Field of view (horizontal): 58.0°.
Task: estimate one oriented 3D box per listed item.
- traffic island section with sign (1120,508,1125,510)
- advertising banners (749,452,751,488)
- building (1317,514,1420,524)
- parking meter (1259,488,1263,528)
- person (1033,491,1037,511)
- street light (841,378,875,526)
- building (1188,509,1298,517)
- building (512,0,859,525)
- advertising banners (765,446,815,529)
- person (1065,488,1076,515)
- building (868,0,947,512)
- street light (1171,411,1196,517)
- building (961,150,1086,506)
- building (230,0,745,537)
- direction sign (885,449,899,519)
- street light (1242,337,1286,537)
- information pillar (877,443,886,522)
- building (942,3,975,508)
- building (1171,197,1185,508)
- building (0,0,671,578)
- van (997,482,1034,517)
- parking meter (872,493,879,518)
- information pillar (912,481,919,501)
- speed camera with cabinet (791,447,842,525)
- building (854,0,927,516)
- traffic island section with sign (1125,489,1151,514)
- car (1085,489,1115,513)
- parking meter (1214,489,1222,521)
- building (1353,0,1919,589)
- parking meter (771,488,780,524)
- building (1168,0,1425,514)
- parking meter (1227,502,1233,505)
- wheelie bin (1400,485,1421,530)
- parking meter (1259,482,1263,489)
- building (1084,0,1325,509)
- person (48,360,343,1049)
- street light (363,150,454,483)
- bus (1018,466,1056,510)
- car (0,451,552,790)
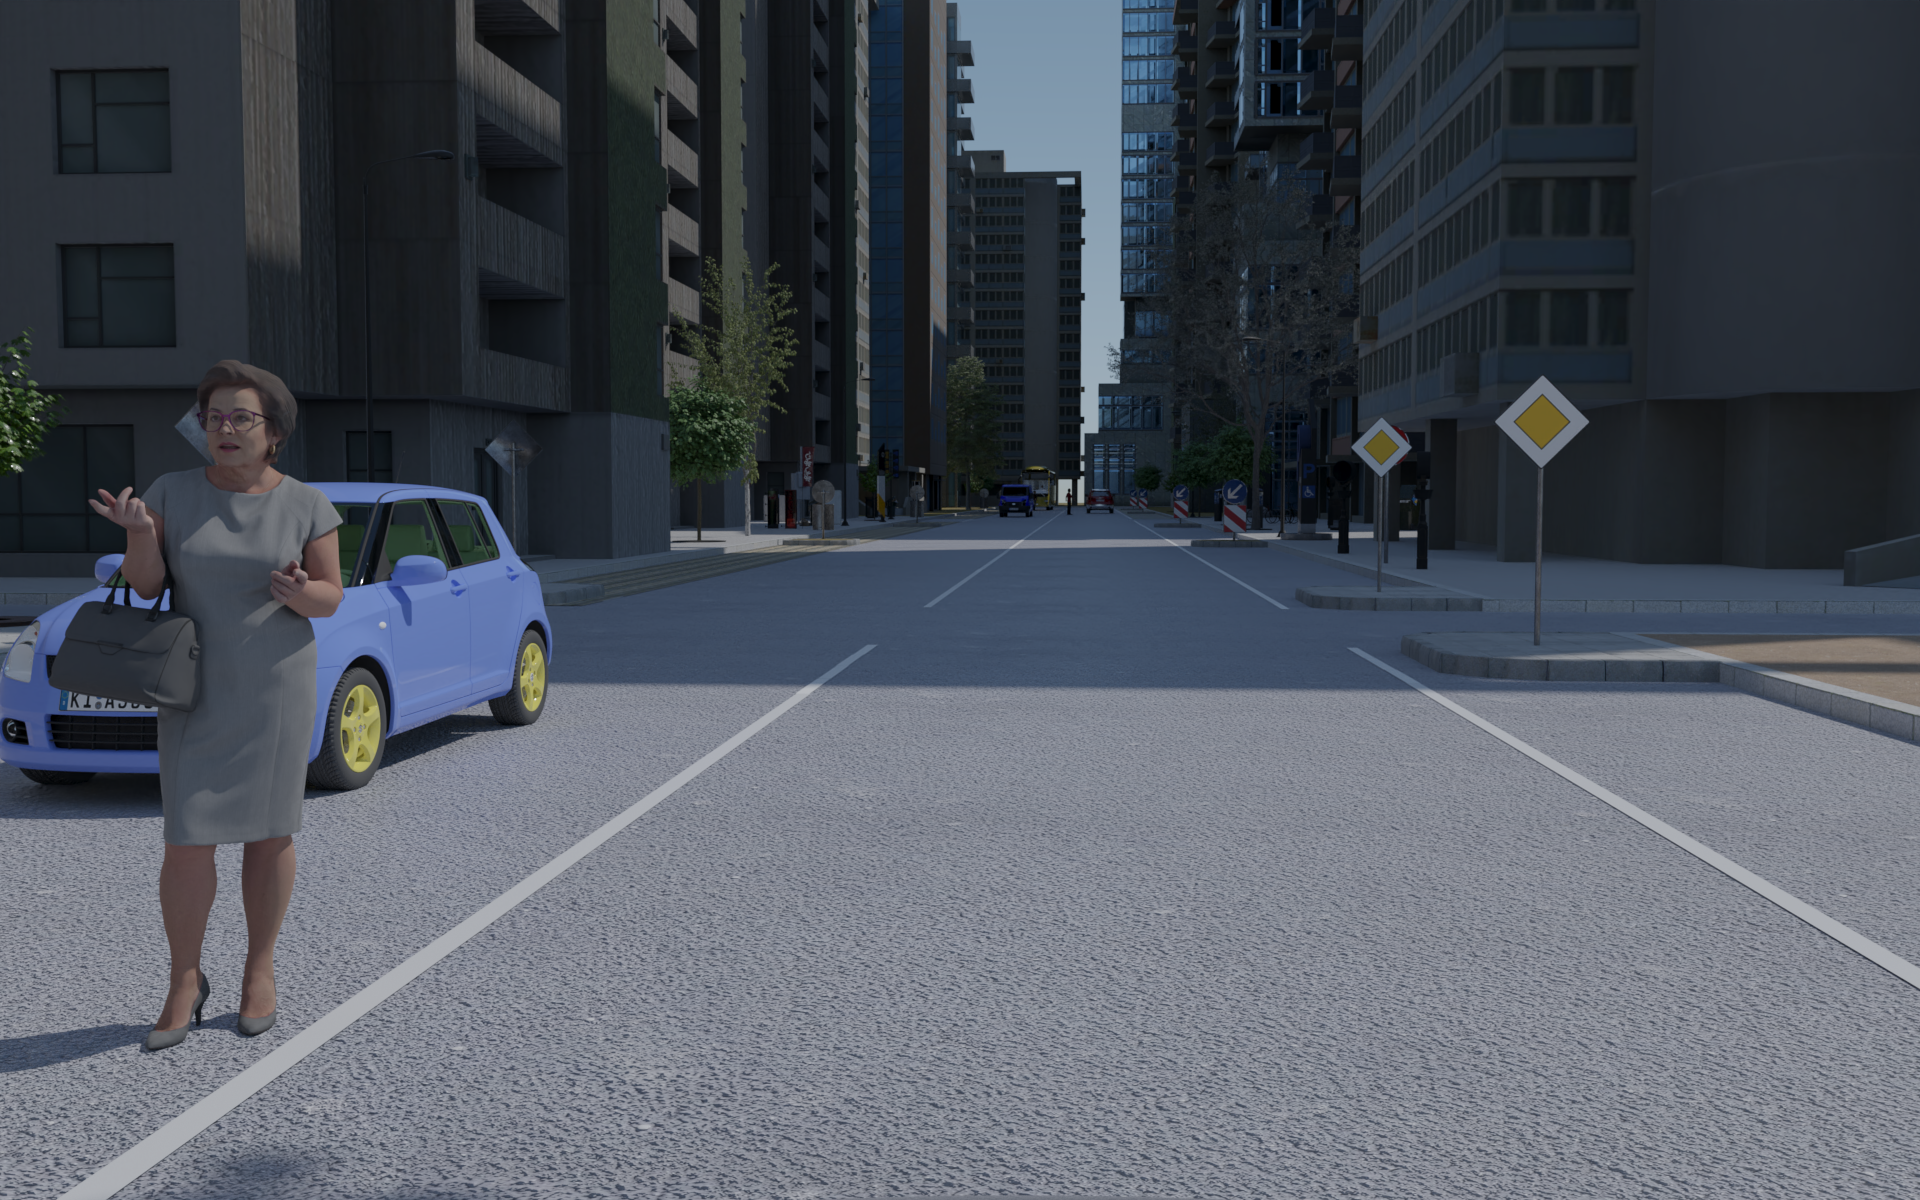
[{"bbox_3d":[15.138,-8.798,152.467,1.989,1.847,2.006,0,4,4],"label":"traffic island section with sign"},{"bbox_3d":[-8.968,-4.635,71.967,0.090,3.025,2.074,1,4,10],"label":"advertising banners"},{"bbox_3d":[27.717,-26.094,81.263,22.147,44.769,28.867,0,4,4],"label":"building"},{"bbox_3d":[11.173,-3.457,64.926,0.372,1.533,0.369,0,3,0],"label":"parking meter"},{"bbox_3d":[6.425,-8.403,146.709,0.721,1.723,1.217,0,4,7],"label":"person"},{"bbox_3d":[-4.076,-5.920,69.338,1.470,5.913,1.316,0,4,4],"label":"street light"},{"bbox_3d":[26.497,-48.800,110.549,22.319,86.520,31.000,0,4,4],"label":"building"},{"bbox_3d":[-13.028,-19.291,87.116,14.160,30.474,14.107,0,4,4],"label":"building"},{"bbox_3d":[-6.277,-4.146,63.973,2.074,3.025,0.090,1,4,23],"label":"advertising banners"},{"bbox_3d":[7.502,-6.732,118.502,0.705,1.831,1.348,-2,4,-24],"label":"person"},{"bbox_3d":[-8.468,-29.320,129.485,14.600,45.320,14.200,0,4,4],"label":"building"},{"bbox_3d":[12.521,-7.616,97.066,1.470,5.913,1.316,0,4,4],"label":"street light"},{"bbox_3d":[2.296,-30.979,198.385,23.993,40.220,32.217,0,4,4],"label":"building"},{"bbox_3d":[-16.033,-17.805,62.812,14.160,30.474,14.107,0,4,4],"label":"building"},{"bbox_3d":[-3.494,-5.855,87.731,0.876,3.537,0.379,1,4,23],"label":"direction sign"},{"bbox_3d":[9.033,-4.818,51.322,1.470,5.913,1.316,0,4,4],"label":"street light"},{"bbox_3d":[-3.576,-5.343,78.716,0.183,3.616,0.504,2,4,34],"label":"information pillar"},{"bbox_3d":[-14.146,-33.165,161.849,30.456,49.044,23.786,0,4,4],"label":"building"},{"bbox_3d":[27.091,-24.024,164.497,14.160,30.474,14.107,0,4,4],"label":"building"},{"bbox_3d":[-14.002,-15.899,31.654,14.160,30.474,14.107,0,4,4],"label":"building"},{"bbox_3d":[3.533,-6.352,108.246,2.240,2.365,5.245,0,4,6],"label":"van"},{"bbox_3d":[-4.613,-5.425,94.415,0.255,1.863,0.399,1,4,16],"label":"parking meter"},{"bbox_3d":[-2.412,-5.532,94.939,0.304,2.012,0.304,-2,4,-23],"label":"information pillar"},{"bbox_3d":[-6.028,-4.791,72.669,2.038,3.252,0.660,-1,4,-21],"label":"speed camera with cabinet"},{"bbox_3d":[-18.815,-25.652,111.293,32.217,40.220,23.993,0,4,4],"label":"building"},{"bbox_3d":[13.099,-7.127,125.154,1.989,1.847,2.006,0,4,4],"label":"traffic island section with sign"},{"bbox_3d":[10.472,-7.391,129.515,2.281,1.827,5.304,0,4,4],"label":"car"},{"bbox_3d":[12.098,-4.448,81.129,0.372,1.533,0.369,0,3,0],"label":"parking meter"},{"bbox_3d":[21.814,-21.060,36.211,23.993,40.220,32.217,0,4,4],"label":"building"},{"bbox_3d":[-7.937,-4.033,74.344,0.372,1.533,0.369,0,3,0],"label":"parking meter"},{"bbox_3d":[28.639,-29.836,142.440,22.147,44.769,28.867,0,4,4],"label":"building"},{"bbox_3d":[10.220,-3.473,65.200,0.372,1.533,0.369,0,3,0],"label":"parking meter"},{"bbox_3d":[15.855,-3.265,61.291,0.693,1.594,0.980,-3,5,-39],"label":"wheelie bin"},{"bbox_3d":[14.138,-4.642,81.605,0.255,1.863,0.399,0,4,2],"label":"parking meter"},{"bbox_3d":[29.356,-53.664,190.076,31.000,86.520,22.319,0,4,4],"label":"building"},{"bbox_3d":[-1.983,0.266,4.513,0.716,1.782,0.532,-1,4,-17],"label":"person"},{"bbox_3d":[-7.527,-3.122,23.591,1.470,5.913,1.316,0,4,4],"label":"street light"},{"bbox_3d":[7.009,-9.962,154.424,2.896,3.916,12.252,0,4,6],"label":"bus"},{"bbox_3d":[-3.608,0.001,9.569,1.945,1.707,3.694,0,4,6],"label":"car"}]
